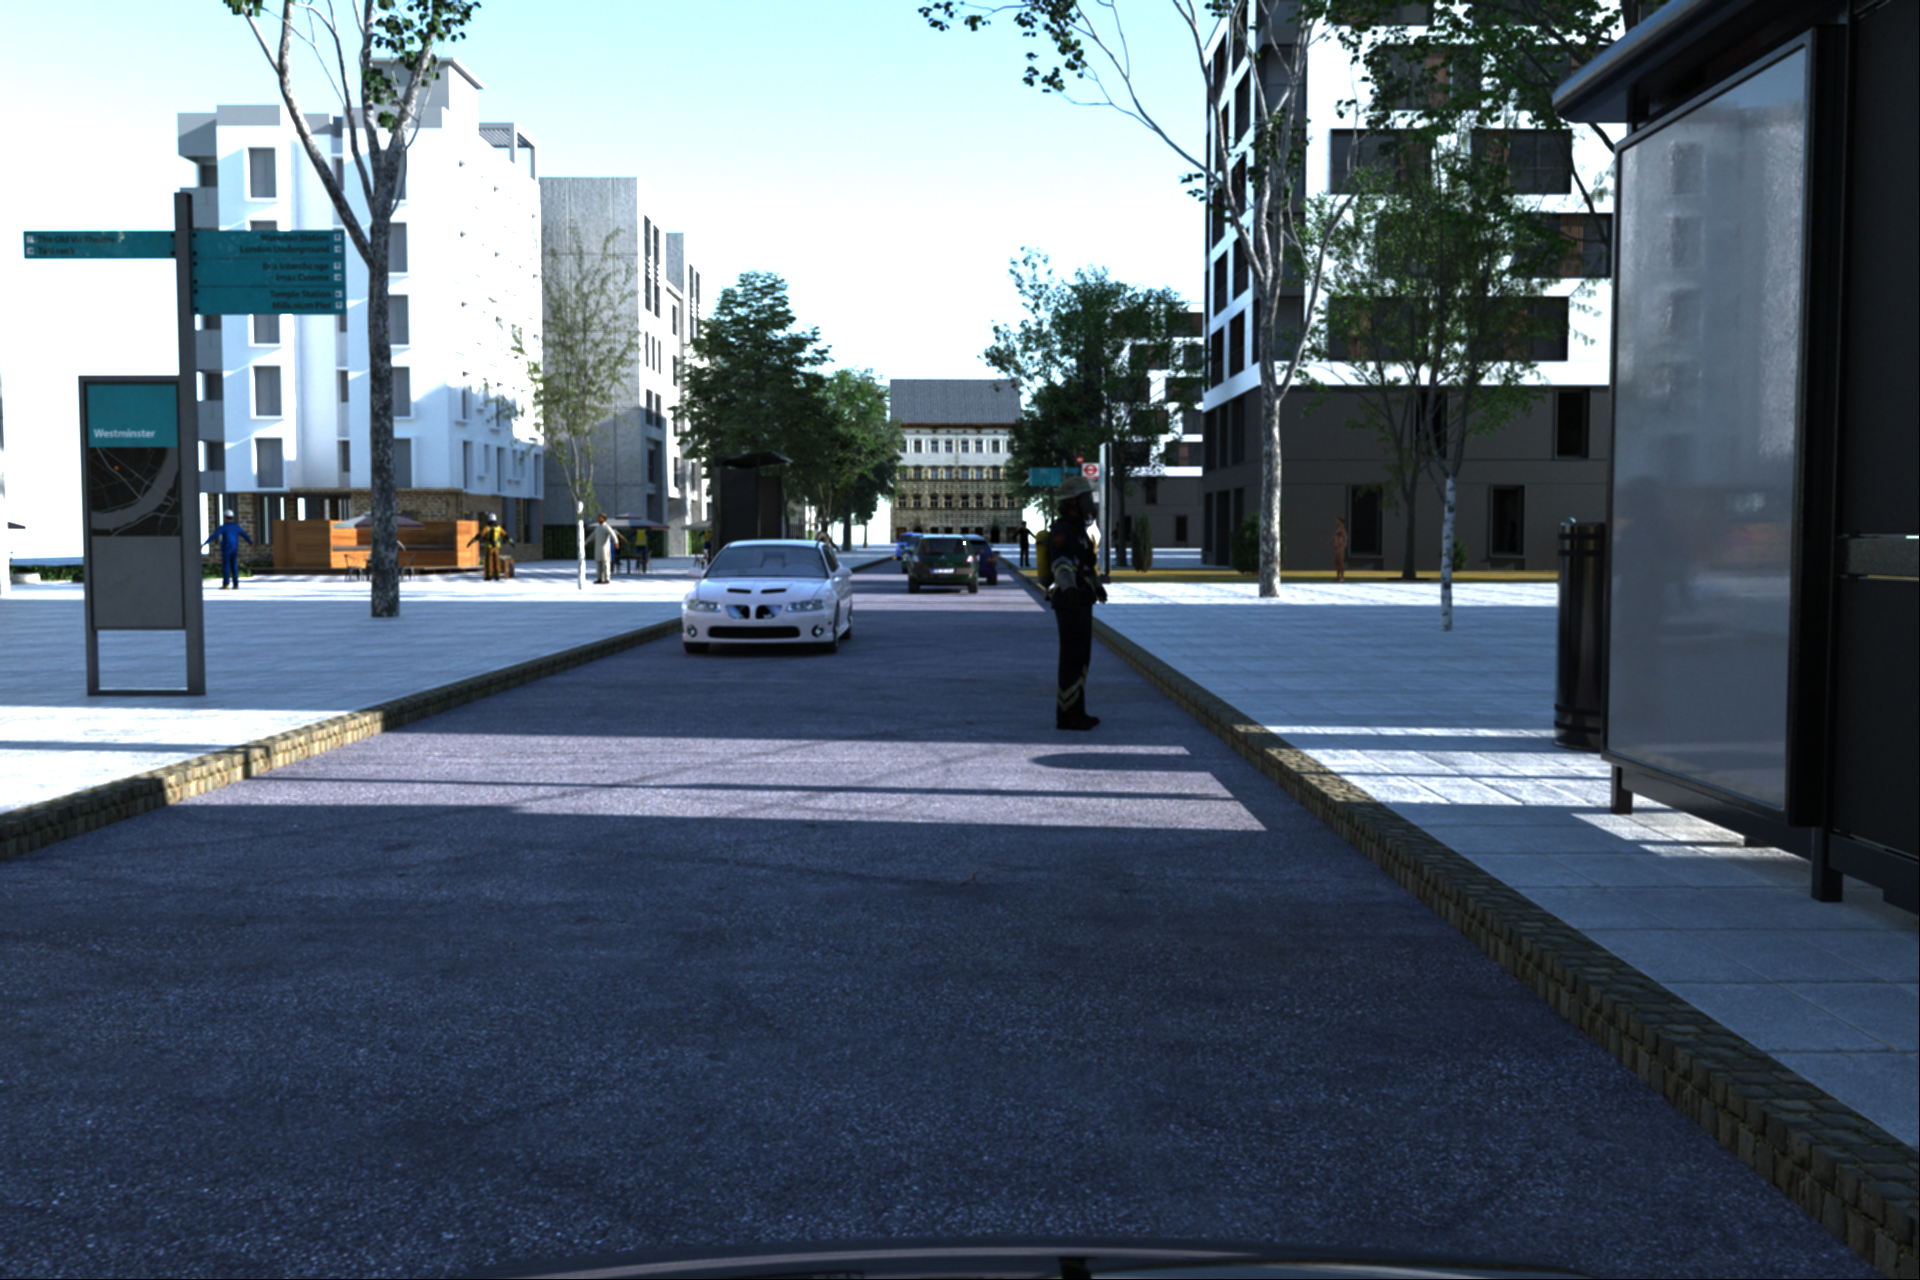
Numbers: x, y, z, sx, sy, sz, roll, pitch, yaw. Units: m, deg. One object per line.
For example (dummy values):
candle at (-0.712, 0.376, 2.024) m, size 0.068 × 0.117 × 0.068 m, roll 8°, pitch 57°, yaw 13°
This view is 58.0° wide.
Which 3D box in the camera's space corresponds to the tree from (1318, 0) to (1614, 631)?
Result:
tree at (6.296, -4.420, 22.623) m, size 4.360 × 8.622 × 3.978 m, roll 0°, pitch 3°, yaw 0°

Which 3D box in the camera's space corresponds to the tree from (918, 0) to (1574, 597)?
tree at (5.473, -10.855, 33.372) m, size 12.611 × 20.169 × 13.585 m, roll 0°, pitch 3°, yaw 0°

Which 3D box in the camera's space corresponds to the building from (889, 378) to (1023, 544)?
building at (-0.859, -25.072, 243.308) m, size 18.063 × 23.208 × 19.493 m, roll 0°, pitch 4°, yaw -3°

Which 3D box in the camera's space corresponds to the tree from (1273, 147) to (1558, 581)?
tree at (12.462, -7.474, 47.949) m, size 9.928 × 11.665 × 9.643 m, roll 0°, pitch 3°, yaw 0°

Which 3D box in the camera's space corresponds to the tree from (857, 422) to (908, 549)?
tree at (-8.360, -13.818, 151.686) m, size 9.928 × 11.665 × 9.643 m, roll 0°, pitch 3°, yaw 0°

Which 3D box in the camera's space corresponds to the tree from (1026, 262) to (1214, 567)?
tree at (6.175, -8.655, 67.265) m, size 9.928 × 11.665 × 9.643 m, roll 0°, pitch 3°, yaw 0°

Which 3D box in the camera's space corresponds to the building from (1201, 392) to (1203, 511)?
building at (23.383, -16.696, 129.399) m, size 16.016 × 20.090 × 11.380 m, roll 0°, pitch 4°, yaw 0°

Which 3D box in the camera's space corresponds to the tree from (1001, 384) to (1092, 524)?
tree at (6.728, -13.035, 131.247) m, size 7.486 × 12.596 × 7.792 m, roll 0°, pitch 3°, yaw 0°

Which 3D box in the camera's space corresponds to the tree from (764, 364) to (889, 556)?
tree at (-8.010, -10.854, 103.224) m, size 9.928 × 11.665 × 9.643 m, roll 0°, pitch 3°, yaw 0°

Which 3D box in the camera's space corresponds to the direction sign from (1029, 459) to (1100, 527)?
direction sign at (3.730, -4.449, 61.500) m, size 2.525 × 3.948 × 1.411 m, roll 0°, pitch 3°, yaw 0°

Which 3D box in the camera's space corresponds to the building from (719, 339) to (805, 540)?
building at (-26.550, -21.439, 181.448) m, size 19.493 × 23.208 × 18.063 m, roll 0°, pitch 4°, yaw 1°

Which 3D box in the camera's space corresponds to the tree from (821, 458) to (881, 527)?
tree at (-15.625, -20.426, 240.613) m, size 9.857 × 13.997 × 8.962 m, roll 0°, pitch 3°, yaw 0°

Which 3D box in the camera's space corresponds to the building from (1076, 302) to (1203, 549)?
building at (25.069, -19.877, 168.965) m, size 27.936 × 21.610 × 32.646 m, roll 0°, pitch 4°, yaw 1°

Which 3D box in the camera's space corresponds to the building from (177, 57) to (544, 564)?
building at (-25.102, -13.074, 70.185) m, size 16.016 × 20.090 × 11.380 m, roll 0°, pitch 4°, yaw 1°

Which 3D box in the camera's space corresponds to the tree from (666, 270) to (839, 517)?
tree at (-9.018, -9.599, 75.078) m, size 7.486 × 12.596 × 7.792 m, roll 0°, pitch 3°, yaw 0°

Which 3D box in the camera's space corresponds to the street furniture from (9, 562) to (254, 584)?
street furniture at (-24.278, -1.889, 46.512) m, size 10.072 × 0.657 × 5.734 m, roll -2°, pitch 4°, yaw -27°

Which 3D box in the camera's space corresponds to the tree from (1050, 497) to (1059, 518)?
tree at (16.067, -19.678, 239.863) m, size 7.486 × 12.596 × 7.792 m, roll 0°, pitch 3°, yaw 0°

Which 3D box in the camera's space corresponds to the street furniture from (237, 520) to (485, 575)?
street furniture at (-19.837, -3.138, 58.154) m, size 11.010 × 1.723 × 9.812 m, roll 0°, pitch 4°, yaw 6°

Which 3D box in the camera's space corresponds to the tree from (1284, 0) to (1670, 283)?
tree at (6.610, -5.497, 15.636) m, size 9.928 × 11.665 × 9.643 m, roll 0°, pitch 3°, yaw 0°

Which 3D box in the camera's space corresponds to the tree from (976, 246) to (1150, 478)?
tree at (5.557, -15.939, 116.495) m, size 12.611 × 20.169 × 13.585 m, roll 0°, pitch 3°, yaw 0°

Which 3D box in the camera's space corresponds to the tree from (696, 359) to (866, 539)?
tree at (-8.771, -9.362, 87.473) m, size 8.767 × 10.594 × 7.601 m, roll -2°, pitch 4°, yaw -31°

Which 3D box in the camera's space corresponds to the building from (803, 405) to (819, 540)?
building at (-26.858, -20.909, 208.322) m, size 16.747 × 18.905 × 31.486 m, roll 0°, pitch 4°, yaw 1°

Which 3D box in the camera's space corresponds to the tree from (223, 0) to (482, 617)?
tree at (-10.406, -10.420, 26.259) m, size 12.611 × 20.169 × 13.585 m, roll 0°, pitch 3°, yaw 0°

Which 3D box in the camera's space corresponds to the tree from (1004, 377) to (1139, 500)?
tree at (6.828, -10.066, 98.986) m, size 7.601 × 10.594 × 8.767 m, roll 3°, pitch 4°, yaw 37°

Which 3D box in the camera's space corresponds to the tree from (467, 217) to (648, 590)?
tree at (-8.574, -5.480, 39.967) m, size 4.360 × 8.622 × 3.978 m, roll 0°, pitch 3°, yaw 0°

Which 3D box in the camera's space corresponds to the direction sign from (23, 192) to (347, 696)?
direction sign at (-6.070, -1.557, 14.220) m, size 2.525 × 3.948 × 1.411 m, roll 0°, pitch 4°, yaw 1°

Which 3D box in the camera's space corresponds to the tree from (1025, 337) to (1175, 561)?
tree at (6.533, -8.999, 81.540) m, size 7.601 × 10.594 × 8.767 m, roll 0°, pitch 4°, yaw 2°

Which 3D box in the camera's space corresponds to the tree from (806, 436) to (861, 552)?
tree at (-8.750, -10.281, 118.451) m, size 4.737 × 8.622 × 4.395 m, roll 0°, pitch 3°, yaw 0°

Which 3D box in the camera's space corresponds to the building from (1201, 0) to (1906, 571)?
building at (24.220, -14.166, 75.590) m, size 27.936 × 21.610 × 32.646 m, roll 0°, pitch 3°, yaw 0°

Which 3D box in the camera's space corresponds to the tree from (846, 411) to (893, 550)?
tree at (-8.682, -12.993, 138.182) m, size 9.928 × 11.665 × 9.643 m, roll 0°, pitch 3°, yaw 0°

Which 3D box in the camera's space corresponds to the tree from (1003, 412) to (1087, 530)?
tree at (7.263, -13.322, 143.578) m, size 9.928 × 11.665 × 9.643 m, roll 0°, pitch 3°, yaw 0°

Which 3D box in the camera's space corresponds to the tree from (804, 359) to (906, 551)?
tree at (-8.493, -13.538, 128.000) m, size 9.857 × 13.997 × 8.962 m, roll 0°, pitch 3°, yaw 0°

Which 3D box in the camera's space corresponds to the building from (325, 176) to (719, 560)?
building at (-24.477, -14.386, 101.671) m, size 16.747 × 18.905 × 31.486 m, roll 0°, pitch 4°, yaw -1°
